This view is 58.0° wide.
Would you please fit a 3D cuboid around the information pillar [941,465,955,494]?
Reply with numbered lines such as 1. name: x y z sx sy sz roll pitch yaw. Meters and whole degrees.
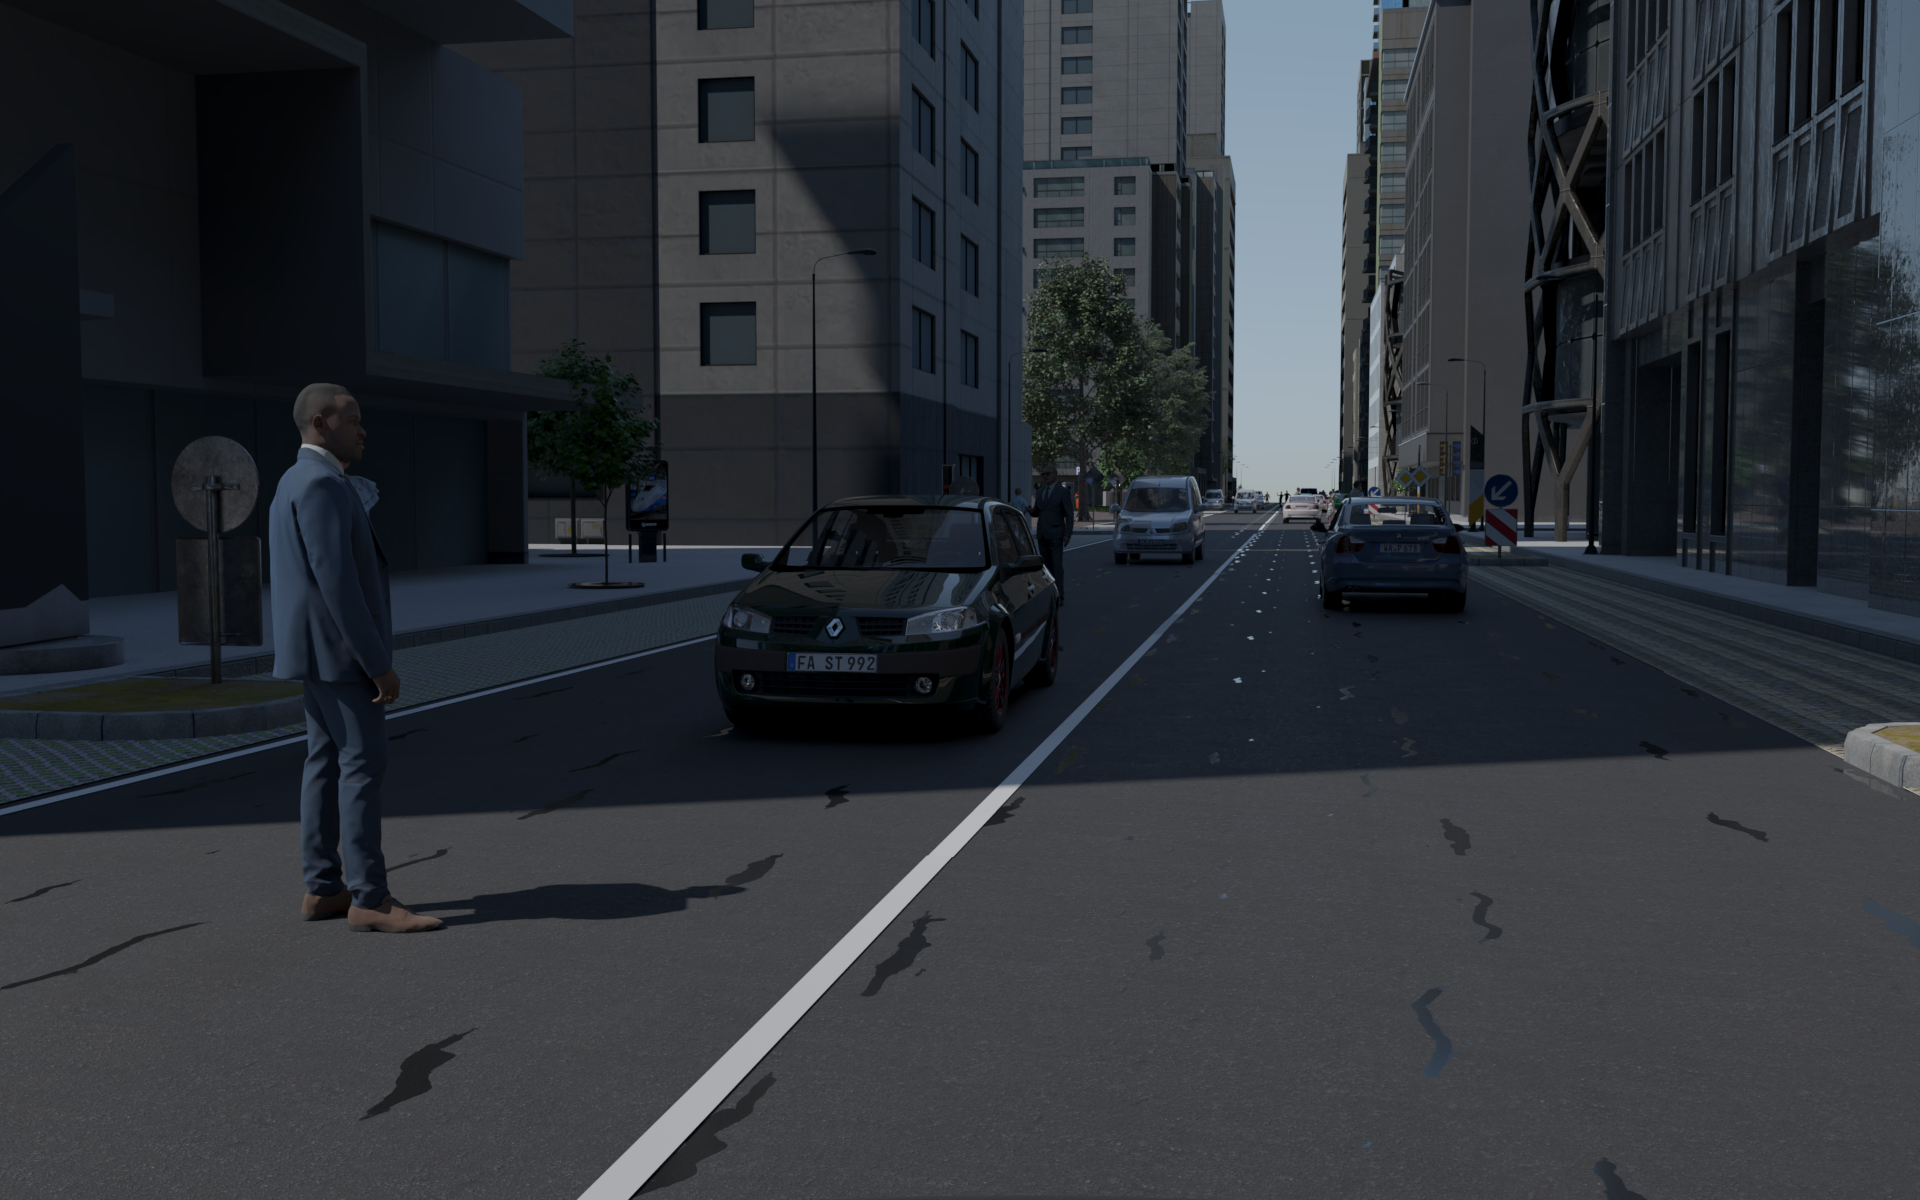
1. information pillar: -0.291 -2.370 43.246 0.304 2.012 0.304 0 4 8

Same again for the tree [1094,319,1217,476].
1. tree: 13.970 -13.353 124.982 9.857 13.997 8.962 0 3 0

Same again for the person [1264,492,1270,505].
1. person: 40.467 -13.406 228.237 0.990 1.755 0.434 3 5 43

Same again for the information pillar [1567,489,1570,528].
1. information pillar: 22.908 -3.741 65.662 0.304 2.012 0.304 -3 5 -40

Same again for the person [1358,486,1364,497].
1. person: 15.723 -3.635 68.197 0.793 1.790 0.793 0 4 7

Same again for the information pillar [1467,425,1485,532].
1. information pillar: 17.384 -4.094 58.299 0.504 3.616 0.183 1 4 21

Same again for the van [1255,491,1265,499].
1. van: 35.811 -12.358 209.062 2.013 2.044 4.112 1 4 12

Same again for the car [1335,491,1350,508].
1. car: 34.223 -8.976 155.550 1.959 1.807 4.718 1 4 11

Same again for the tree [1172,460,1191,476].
1. tree: 16.705 -9.429 137.884 4.285 4.588 4.351 0 3 0

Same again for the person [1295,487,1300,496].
1. person: 18.916 -5.387 96.679 0.767 1.812 0.694 0 4 -2

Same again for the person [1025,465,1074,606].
1. person: 1.129 -0.830 22.240 0.661 1.801 0.590 3 4 39

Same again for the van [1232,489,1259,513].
1. van: 21.770 -7.645 132.003 2.013 2.044 4.112 1 4 11

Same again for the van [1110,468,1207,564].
1. van: 4.275 -1.826 36.859 2.013 2.044 4.112 1 4 12

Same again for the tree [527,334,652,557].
1. tree: -7.889 -3.176 35.647 4.285 4.588 4.351 0 3 0

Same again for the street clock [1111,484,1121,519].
1. street clock: 7.921 -5.098 87.915 0.358 2.002 0.471 -2 4 -35

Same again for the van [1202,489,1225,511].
1. van: 21.791 -8.670 148.765 2.013 2.044 4.112 1 4 10

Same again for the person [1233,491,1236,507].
1. person: 30.388 -11.193 191.520 0.705 1.822 1.348 1 4 16

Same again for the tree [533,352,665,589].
1. tree: -4.788 -1.775 23.619 1.663 3.219 1.824 0 3 0

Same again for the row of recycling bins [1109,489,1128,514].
1. row of recycling bins: 11.343 -6.430 112.238 3.534 1.692 1.069 2 4 26

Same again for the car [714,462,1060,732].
1. car: -0.360 -0.122 11.787 2.009 1.686 4.222 1 4 10

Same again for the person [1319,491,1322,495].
1. person: 40.715 -11.430 196.054 0.621 1.740 0.551 2 4 35

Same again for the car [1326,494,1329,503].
1. car: 53.500 -14.993 254.914 2.009 1.686 4.222 1 4 11

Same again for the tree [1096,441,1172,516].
1. tree: 9.710 -7.346 103.818 4.285 4.588 4.351 0 3 0

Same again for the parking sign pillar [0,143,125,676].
1. parking sign pillar: -7.019 -1.487 12.779 1.447 3.967 1.447 0 4 2

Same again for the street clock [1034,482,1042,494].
1. street clock: 4.872 -6.342 108.255 0.471 2.002 0.358 3 4 39

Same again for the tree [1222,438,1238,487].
1. tree: 32.963 -16.458 219.455 4.360 8.622 3.978 0 3 0

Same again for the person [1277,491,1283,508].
1. person: 32.921 -10.343 178.411 0.742 1.727 0.445 2 4 25

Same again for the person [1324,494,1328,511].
1. person: 31.857 -8.488 150.499 0.599 1.433 0.991 3 4 36

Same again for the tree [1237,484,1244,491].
1. tree: 48.519 -18.712 300.537 1.663 3.219 1.824 0 3 0

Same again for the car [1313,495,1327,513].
1. car: 27.327 -7.414 133.582 2.083 1.381 4.827 1 4 9

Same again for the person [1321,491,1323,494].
1. person: 43.044 -12.068 206.345 0.617 1.759 0.750 3 4 37

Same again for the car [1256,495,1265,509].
1. car: 28.373 -9.453 166.924 2.083 1.381 4.827 1 4 10

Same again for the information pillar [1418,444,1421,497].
1. information pillar: 21.580 -5.509 81.420 0.183 3.616 0.504 1 4 18

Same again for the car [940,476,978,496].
1. car: -0.356 -0.573 19.162 2.009 1.686 4.222 1 4 13

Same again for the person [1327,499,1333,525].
1. person: 17.029 -4.030 79.402 0.382 1.210 0.505 -1 4 -12

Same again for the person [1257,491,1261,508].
1. person: 30.796 -10.377 178.879 0.721 1.743 1.217 -1 4 -19

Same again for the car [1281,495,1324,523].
1. car: 16.947 -4.487 85.725 2.083 1.381 4.827 1 4 12

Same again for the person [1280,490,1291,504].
1. person: 32.972 -10.167 174.758 1.348 1.821 0.705 1 4 22

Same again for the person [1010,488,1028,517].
1. person: 1.612 -2.321 48.255 0.589 1.601 0.330 1 4 10

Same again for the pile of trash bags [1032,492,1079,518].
1. pile of trash bags: 5.492 -5.141 93.800 1.912 1.369 3.447 -3 5 -45

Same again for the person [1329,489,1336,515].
1. person: 25.472 -6.720 118.545 0.466 1.800 0.511 -1 4 -18

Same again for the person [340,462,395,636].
1. person: -3.408 -0.048 9.385 0.616 1.811 0.778 -3 4 -38

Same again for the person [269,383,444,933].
1. person: -2.082 0.177 5.791 0.419 1.800 0.721 -3 5 -40

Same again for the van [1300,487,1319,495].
1. van: 35.611 -10.558 177.007 2.240 2.365 5.245 1 4 10

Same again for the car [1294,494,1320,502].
1. car: 22.965 -6.360 115.787 2.131 1.459 4.920 1 4 11

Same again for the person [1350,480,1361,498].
1. person: 11.719 -2.657 51.783 0.795 1.843 0.661 1 4 14

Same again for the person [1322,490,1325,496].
1. person: 33.835 -9.352 161.391 0.705 1.826 1.348 0 4 -5

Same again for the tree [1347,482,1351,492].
1. tree: 50.939 -14.008 223.631 1.663 3.219 1.824 0 3 0

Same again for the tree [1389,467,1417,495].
1. tree: 27.052 -6.791 105.638 1.663 3.219 1.824 0 3 0

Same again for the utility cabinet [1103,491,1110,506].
1. utility cabinet: 11.958 -8.002 139.507 0.318 1.500 1.173 3 4 39

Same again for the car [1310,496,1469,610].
1. car: 5.634 -0.659 22.784 2.014 1.417 4.499 1 4 11

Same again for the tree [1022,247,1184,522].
1. tree: 5.671 -10.022 80.862 9.611 12.733 9.660 0 3 0

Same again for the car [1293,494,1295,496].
1. car: 36.122 -10.723 184.113 1.959 1.807 4.718 1 4 10
